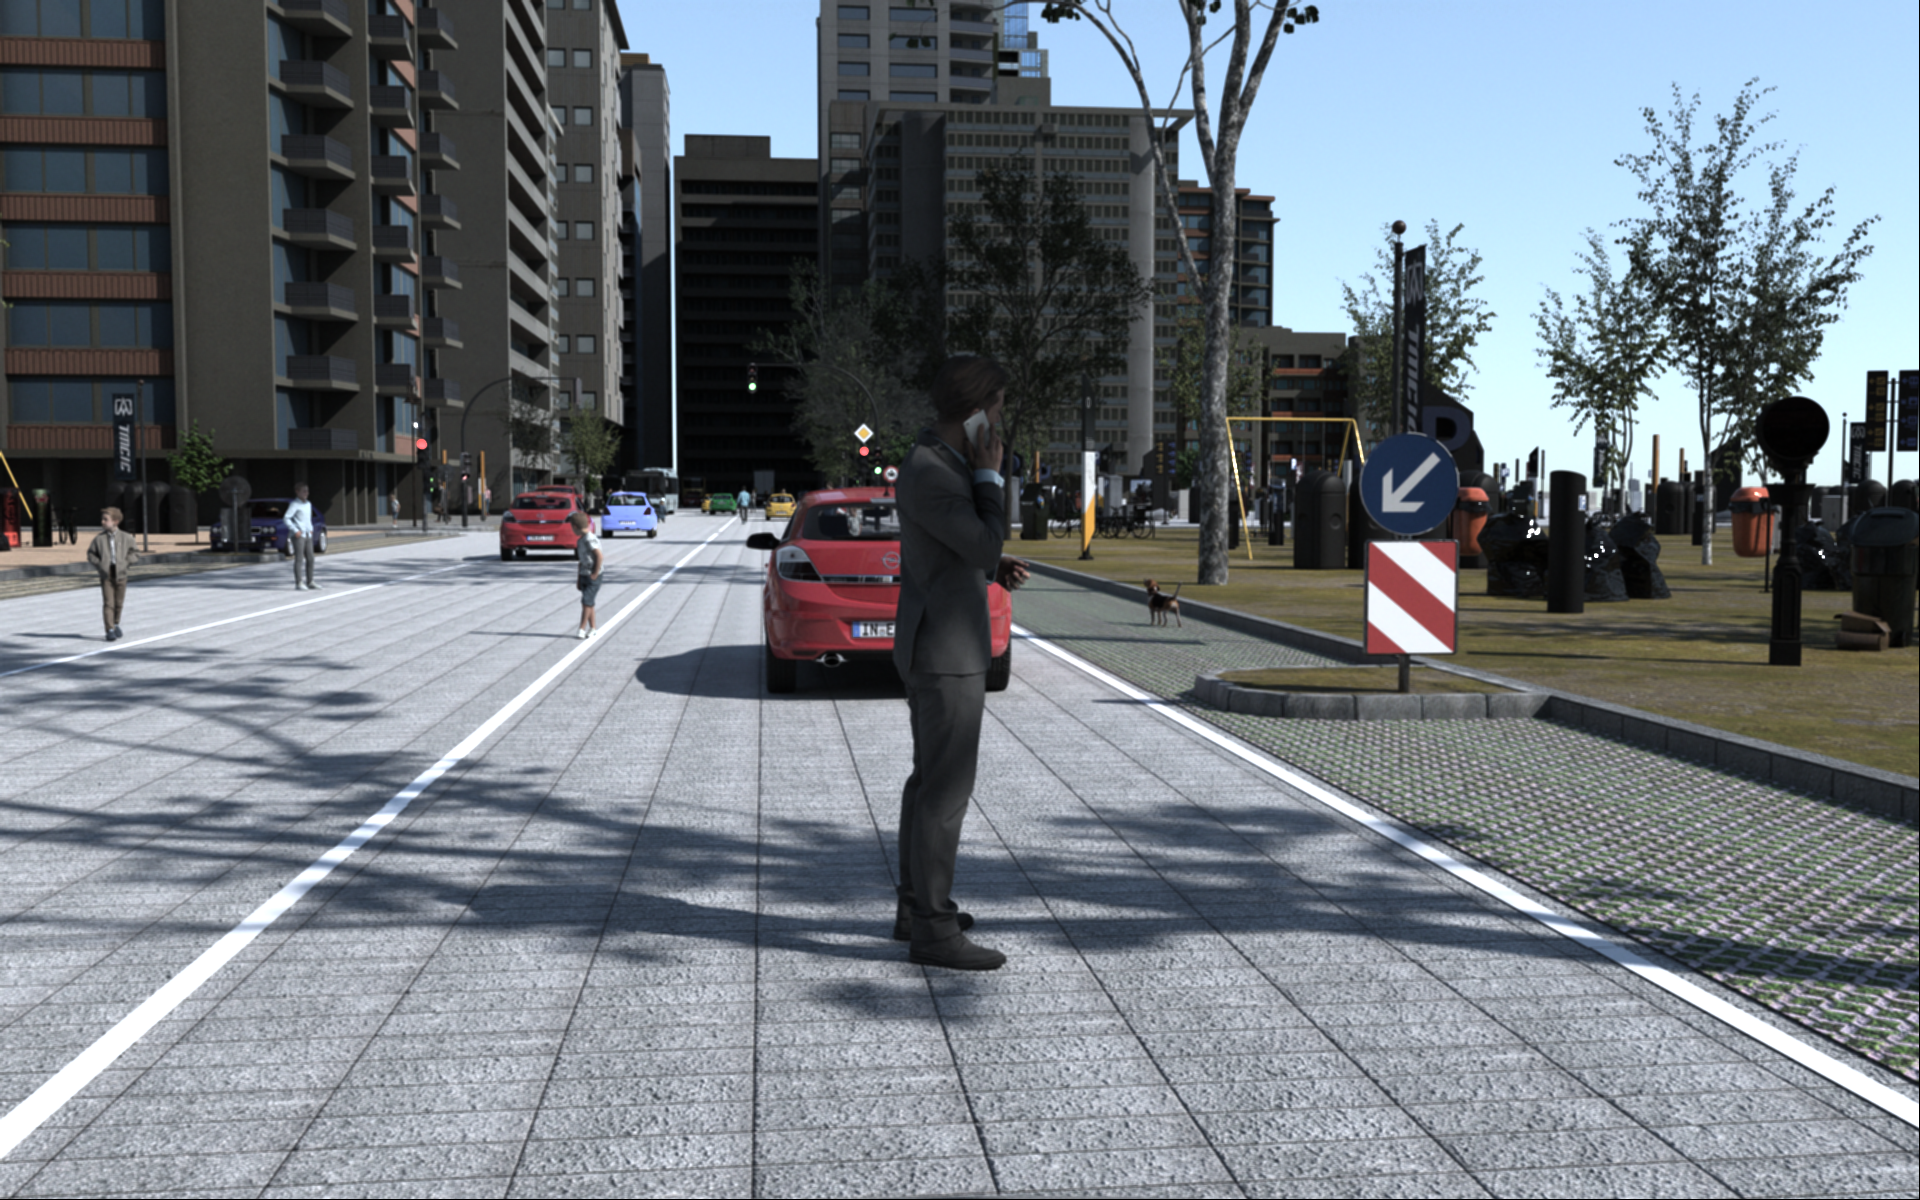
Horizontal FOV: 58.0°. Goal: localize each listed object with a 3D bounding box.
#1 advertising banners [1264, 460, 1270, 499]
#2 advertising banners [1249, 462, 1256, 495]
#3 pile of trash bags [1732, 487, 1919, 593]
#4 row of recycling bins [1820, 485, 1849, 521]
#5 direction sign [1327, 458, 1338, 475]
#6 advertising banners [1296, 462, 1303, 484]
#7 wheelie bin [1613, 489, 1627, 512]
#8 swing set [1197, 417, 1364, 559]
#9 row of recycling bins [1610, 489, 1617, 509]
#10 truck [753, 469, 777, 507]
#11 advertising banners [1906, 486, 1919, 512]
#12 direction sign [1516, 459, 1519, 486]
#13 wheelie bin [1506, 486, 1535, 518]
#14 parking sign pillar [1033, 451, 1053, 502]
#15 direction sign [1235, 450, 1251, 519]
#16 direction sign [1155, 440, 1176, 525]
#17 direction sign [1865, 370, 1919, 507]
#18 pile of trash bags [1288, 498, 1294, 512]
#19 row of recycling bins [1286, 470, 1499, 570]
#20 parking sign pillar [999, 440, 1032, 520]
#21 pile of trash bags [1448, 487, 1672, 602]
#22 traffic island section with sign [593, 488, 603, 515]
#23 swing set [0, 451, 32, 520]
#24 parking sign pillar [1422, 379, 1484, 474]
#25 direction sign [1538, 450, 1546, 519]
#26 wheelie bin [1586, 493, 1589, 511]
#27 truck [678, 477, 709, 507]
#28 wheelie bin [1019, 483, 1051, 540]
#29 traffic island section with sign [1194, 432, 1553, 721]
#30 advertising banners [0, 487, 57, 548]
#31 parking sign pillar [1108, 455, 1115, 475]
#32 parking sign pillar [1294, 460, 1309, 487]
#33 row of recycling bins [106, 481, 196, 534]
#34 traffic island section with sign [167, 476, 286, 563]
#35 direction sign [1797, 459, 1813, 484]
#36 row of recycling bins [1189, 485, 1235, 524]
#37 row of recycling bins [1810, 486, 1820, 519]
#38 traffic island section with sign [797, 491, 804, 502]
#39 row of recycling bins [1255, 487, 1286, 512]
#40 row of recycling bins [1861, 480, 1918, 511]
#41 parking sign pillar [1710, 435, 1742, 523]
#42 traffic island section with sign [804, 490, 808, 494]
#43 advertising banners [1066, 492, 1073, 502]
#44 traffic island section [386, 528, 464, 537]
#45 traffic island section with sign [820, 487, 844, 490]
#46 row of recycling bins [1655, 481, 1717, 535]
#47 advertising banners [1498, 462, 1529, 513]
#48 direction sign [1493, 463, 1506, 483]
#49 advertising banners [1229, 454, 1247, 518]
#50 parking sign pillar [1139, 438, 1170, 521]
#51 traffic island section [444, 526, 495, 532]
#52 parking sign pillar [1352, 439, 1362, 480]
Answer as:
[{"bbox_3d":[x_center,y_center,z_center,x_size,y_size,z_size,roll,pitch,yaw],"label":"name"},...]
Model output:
[{"bbox_3d":[15.820,-5.691,89.232,0.090,3.025,2.074,1,4,17],"label":"advertising banners"},{"bbox_3d":[15.422,-6.001,94.308,2.074,3.025,0.090,-3,5,-39],"label":"advertising banners"},{"bbox_3d":[11.738,-0.825,23.234,3.447,1.369,1.912,-1,4,-21],"label":"pile of trash bags"},{"bbox_3d":[43.120,-4.647,83.084,3.534,1.692,1.069,-2,4,-24],"label":"row of recycling bins"},{"bbox_3d":[23.504,-7.177,109.337,0.876,3.537,0.379,-2,4,-25],"label":"direction sign"},{"bbox_3d":[18.952,-5.938,93.281,2.074,3.025,0.090,-1,4,-13],"label":"advertising banners"},{"bbox_3d":[44.162,-6.604,115.883,0.980,1.594,0.693,-2,4,-34],"label":"wheelie bin"},{"bbox_3d":[6.641,-2.326,35.650,3.119,2.851,2.862,-1,4,-13],"label":"swing set"},{"bbox_3d":[49.400,-7.533,130.271,1.069,1.692,3.534,2,4,25],"label":"row of recycling bins"},{"bbox_3d":[-22.669,-12.988,201.273,2.839,4.237,11.283,0,4,-6],"label":"truck"},{"bbox_3d":[16.037,-1.932,27.772,2.074,3.025,0.090,-1,4,-17],"label":"advertising banners"},{"bbox_3d":[35.699,-7.279,111.016,0.379,3.537,0.876,0,4,8],"label":"direction sign"},{"bbox_3d":[20.757,-3.423,63.878,0.693,1.594,0.980,-3,5,-43],"label":"wheelie bin"},{"bbox_3d":[5.111,-7.279,107.487,1.447,3.967,1.447,-2,4,-32],"label":"parking sign pillar"},{"bbox_3d":[14.707,-5.994,89.993,0.876,3.537,0.379,-1,4,-13],"label":"direction sign"},{"bbox_3d":[8.569,-4.910,72.281,0.876,3.537,0.379,-1,4,-13],"label":"direction sign"},{"bbox_3d":[17.073,-2.433,31.771,0.876,3.537,0.379,1,4,17],"label":"direction sign"},{"bbox_3d":[17.870,-4.856,89.149,1.912,1.369,3.447,1,4,15],"label":"pile of trash bags"},{"bbox_3d":[7.510,-1.383,29.717,3.534,1.692,1.069,0,4,-7],"label":"row of recycling bins"},{"bbox_3d":[2.449,-5.879,84.598,1.447,3.967,1.447,2,4,26],"label":"parking sign pillar"},{"bbox_3d":[7.419,-0.764,22.249,1.912,1.369,3.447,-1,4,-23],"label":"pile of trash bags"},{"bbox_3d":[-24.742,-6.731,118.682,1.989,1.847,2.006,0,4,-6],"label":"traffic island section with sign"},{"bbox_3d":[-28.920,-3.230,50.434,2.862,2.851,3.119,0,4,3],"label":"swing set"},{"bbox_3d":[10.790,-3.064,38.569,1.447,3.967,1.447,0,4,1],"label":"parking sign pillar"},{"bbox_3d":[29.919,-5.930,88.955,0.379,3.537,0.876,2,4,26],"label":"direction sign"},{"bbox_3d":[47.268,-7.544,131.248,0.693,1.594,0.980,1,4,19],"label":"wheelie bin"},{"bbox_3d":[-30.533,-12.406,198.762,3.469,3.379,9.791,0,4,-8],"label":"truck"},{"bbox_3d":[2.087,-2.476,48.398,0.693,1.594,0.980,-3,5,-42],"label":"wheelie bin"},{"bbox_3d":[2.687,-0.197,11.848,1.989,1.847,2.006,0,4,-6],"label":"traffic island section with sign"},{"bbox_3d":[-22.606,-2.753,41.201,0.090,3.025,2.074,3,4,36],"label":"advertising banners"},{"bbox_3d":[10.366,-8.068,120.378,1.447,3.967,1.447,2,4,26],"label":"parking sign pillar"},{"bbox_3d":[26.493,-8.949,134.784,1.447,3.967,1.447,1,4,9],"label":"parking sign pillar"},{"bbox_3d":[-26.167,-2.990,55.997,3.534,1.692,1.069,1,4,22],"label":"row of recycling bins"},{"bbox_3d":[-15.447,-1.714,36.658,1.989,1.847,2.006,0,4,-6],"label":"traffic island section with sign"},{"bbox_3d":[22.054,-3.274,45.526,0.379,3.537,0.876,-1,4,-20],"label":"direction sign"},{"bbox_3d":[10.900,-4.166,75.225,1.069,1.692,3.534,-1,4,-16],"label":"row of recycling bins"},{"bbox_3d":[45.867,-5.177,91.749,1.069,1.692,3.534,3,5,40],"label":"row of recycling bins"},{"bbox_3d":[-18.338,-11.539,197.288,1.989,1.847,2.006,0,4,-6],"label":"traffic island section with sign"},{"bbox_3d":[18.336,-5.688,100.112,1.069,1.692,3.534,-2,4,-29],"label":"row of recycling bins"},{"bbox_3d":[27.486,-2.589,49.436,3.534,1.692,1.069,1,4,21],"label":"row of recycling bins"},{"bbox_3d":[33.867,-5.394,76.656,1.447,3.967,1.447,2,4,35],"label":"parking sign pillar"},{"bbox_3d":[-9.605,-6.826,120.230,1.989,1.847,2.006,0,4,-6],"label":"traffic island section with sign"},{"bbox_3d":[7.120,-7.867,124.813,2.074,3.025,0.090,0,4,0],"label":"advertising banners"},{"bbox_3d":[-18.343,-2.266,59.329,2.009,0.180,2.903,0,4,-6],"label":"traffic island section"},{"bbox_3d":[-6.573,-5.188,93.445,1.989,1.847,2.006,0,4,-6],"label":"traffic island section with sign"},{"bbox_3d":[23.474,-2.981,55.853,1.069,1.692,3.534,3,5,44],"label":"row of recycling bins"},{"bbox_3d":[30.205,-5.982,93.998,2.074,3.025,0.090,0,4,-1],"label":"advertising banners"},{"bbox_3d":[39.515,-8.249,126.864,0.876,3.537,0.379,0,4,5],"label":"direction sign"},{"bbox_3d":[12.193,-4.895,76.221,0.090,3.025,2.074,0,4,-6],"label":"advertising banners"},{"bbox_3d":[9.338,-5.776,82.907,1.447,3.967,1.447,-1,4,-14],"label":"parking sign pillar"},{"bbox_3d":[-19.242,-2.751,67.263,2.009,0.180,2.903,0,4,-6],"label":"traffic island section"},{"bbox_3d":[19.460,-5.909,85.076,1.447,3.967,1.447,1,4,18],"label":"parking sign pillar"}]
